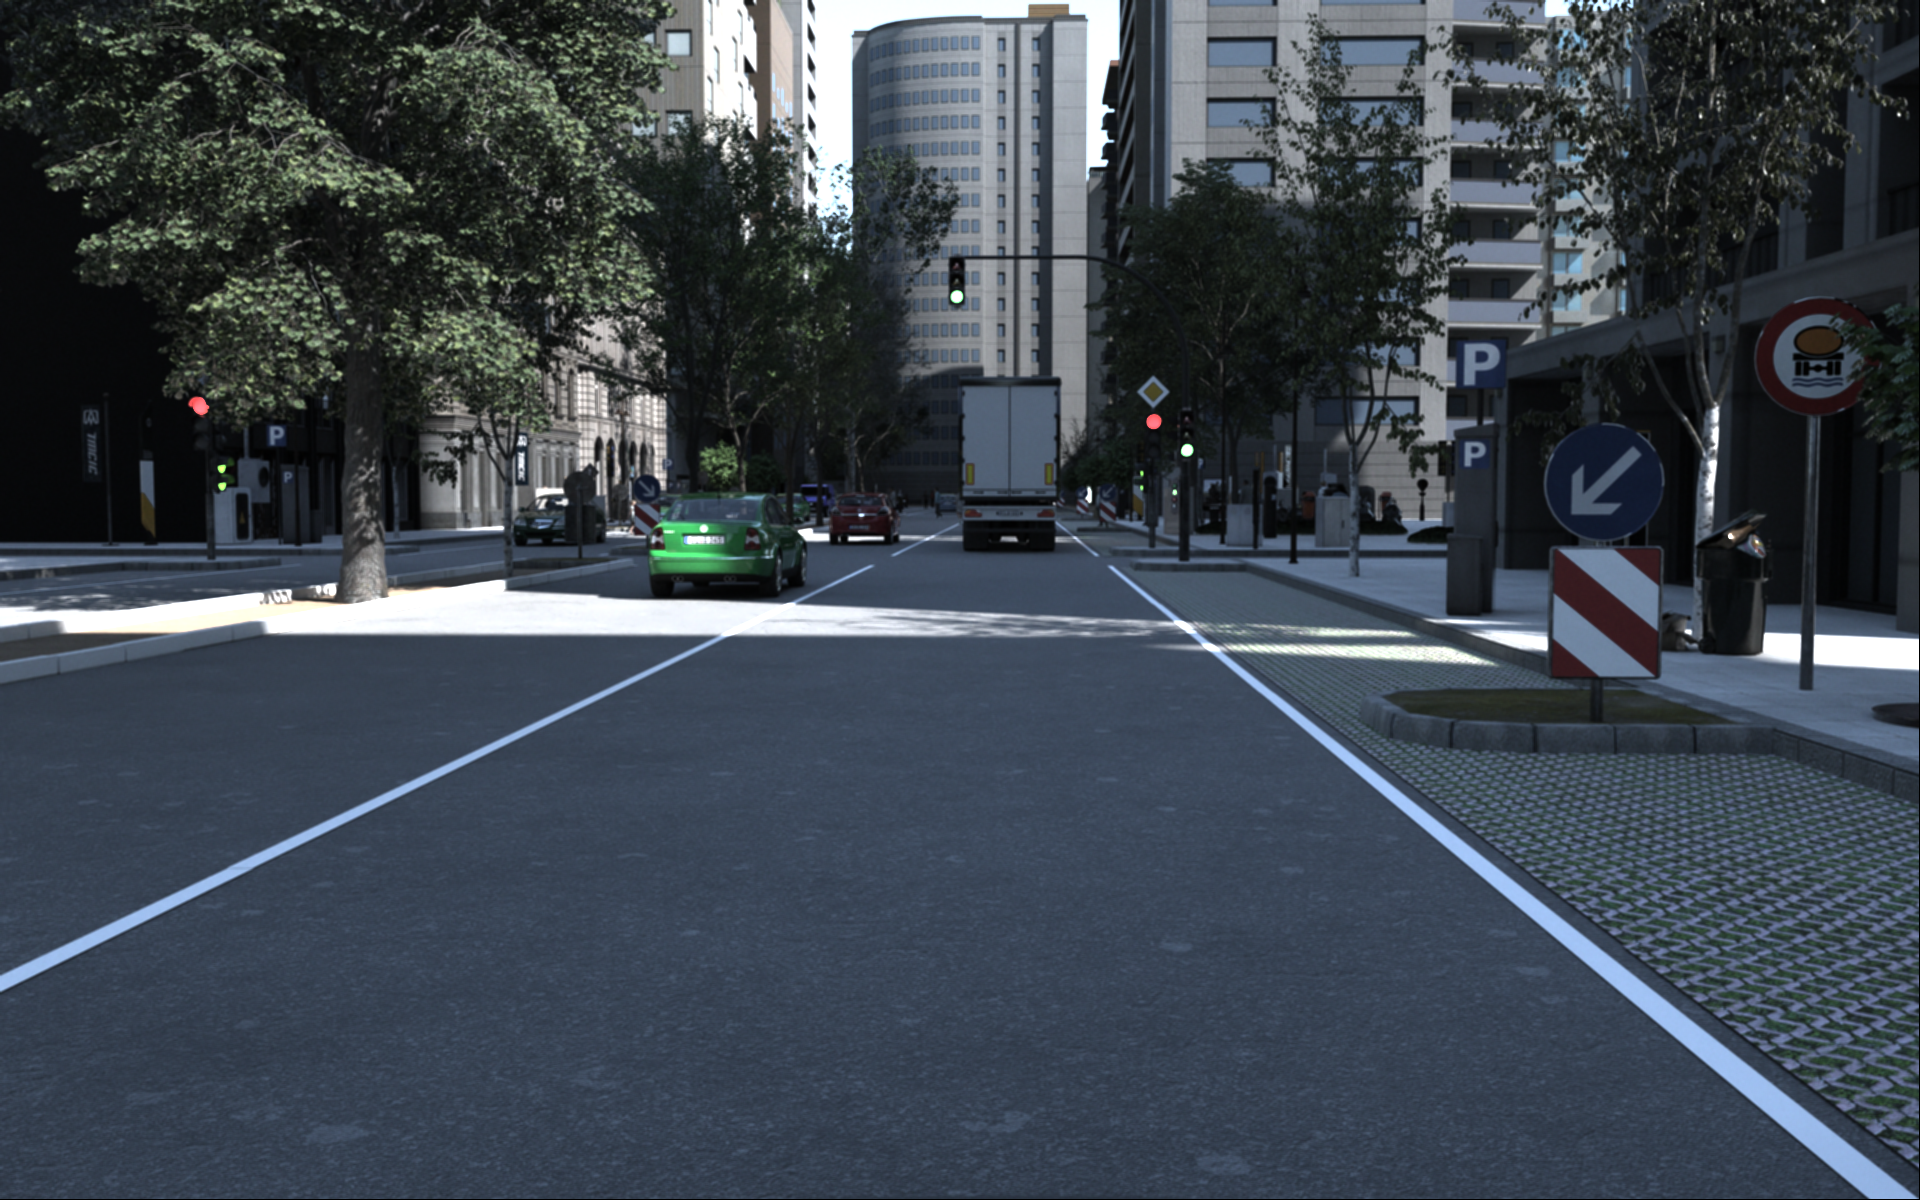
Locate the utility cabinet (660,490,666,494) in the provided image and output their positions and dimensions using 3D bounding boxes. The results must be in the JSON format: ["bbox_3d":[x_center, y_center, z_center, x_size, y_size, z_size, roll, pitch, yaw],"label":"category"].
[{"bbox_3d":[-18.970,-6.053,107.649,1.173,1.500,0.318,-1,4,-17],"label":"utility cabinet"}]

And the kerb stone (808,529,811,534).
[{"bbox_3d":[-5.534,-2.435,62.004,0.120,0.150,1.000,0,4,2],"label":"kerb stone"}]

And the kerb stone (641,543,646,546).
[{"bbox_3d":[-8.246,-1.375,44.669,0.120,0.150,1.000,0,4,2],"label":"kerb stone"}]

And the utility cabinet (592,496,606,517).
[{"bbox_3d":[-15.029,-3.687,71.437,0.306,1.237,1.020,2,4,24],"label":"utility cabinet"}]

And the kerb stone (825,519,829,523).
[{"bbox_3d":[-6.740,-4.008,87.725,0.120,0.150,1.000,0,4,2],"label":"kerb stone"}]

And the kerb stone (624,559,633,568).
[{"bbox_3d":[-6.533,-0.703,33.723,0.120,0.150,1.000,0,4,2],"label":"kerb stone"}]

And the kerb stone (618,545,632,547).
[{"bbox_3d":[-8.317,-1.248,42.622,0.120,0.150,1.000,0,4,2],"label":"kerb stone"}]

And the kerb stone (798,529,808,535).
[{"bbox_3d":[-5.566,-2.371,60.978,0.120,0.150,1.000,0,4,2],"label":"kerb stone"}]

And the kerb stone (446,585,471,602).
[{"bbox_3d":[-6.890,-0.078,23.487,0.120,0.150,1.000,0,4,2],"label":"kerb stone"}]

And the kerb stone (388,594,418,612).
[{"bbox_3d":[-6.972,0.046,21.444,0.120,0.150,1.000,0,4,2],"label":"kerb stone"}]

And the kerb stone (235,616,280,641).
[{"bbox_3d":[-7.112,0.296,17.359,0.120,0.150,1.000,0,4,2],"label":"kerb stone"}]

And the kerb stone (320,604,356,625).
[{"bbox_3d":[-7.043,0.171,19.402,0.120,0.150,1.000,0,4,2],"label":"kerb stone"}]

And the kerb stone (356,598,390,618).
[{"bbox_3d":[-6.996,0.114,20.423,0.120,0.150,1.000,0,4,2],"label":"kerb stone"}]

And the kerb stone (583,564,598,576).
[{"bbox_3d":[-6.633,-0.517,30.641,0.120,0.150,1.000,0,4,2],"label":"kerb stone"}]

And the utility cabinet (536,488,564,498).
[{"bbox_3d":[-15.677,-3.543,66.608,1.173,1.500,0.318,0,4,-7],"label":"utility cabinet"}]

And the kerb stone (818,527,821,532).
[{"bbox_3d":[-5.417,-2.623,65.078,0.120,0.150,1.000,0,4,2],"label":"kerb stone"}]

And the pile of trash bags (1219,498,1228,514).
[{"bbox_3d":[12.381,-3.947,74.291,3.447,1.369,1.912,-2,4,-24],"label":"pile of trash bags"}]

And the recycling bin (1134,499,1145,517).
[{"bbox_3d":[10.040,-5.072,95.479,0.722,1.027,0.722,2,4,33],"label":"recycling bin"}]

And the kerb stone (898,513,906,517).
[{"bbox_3d":[-3.769,-5.503,112.186,0.120,0.150,1.000,0,4,2],"label":"kerb stone"}]

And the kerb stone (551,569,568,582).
[{"bbox_3d":[-6.706,-0.391,28.593,0.120,0.150,1.000,0,4,2],"label":"kerb stone"}]

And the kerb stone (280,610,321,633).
[{"bbox_3d":[-7.071,0.234,18.380,0.120,0.150,1.000,0,4,2],"label":"kerb stone"}]

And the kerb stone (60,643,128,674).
[{"bbox_3d":[-7.210,0.490,14.295,0.120,0.150,1.000,0,4,2],"label":"kerb stone"}]

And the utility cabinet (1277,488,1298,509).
[{"bbox_3d":[12.158,-3.461,65.273,1.173,1.500,0.318,3,5,43],"label":"utility cabinet"}]

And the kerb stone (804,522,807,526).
[{"bbox_3d":[-7.087,-3.382,77.493,0.120,0.150,1.000,0,4,2],"label":"kerb stone"}]

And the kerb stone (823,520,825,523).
[{"bbox_3d":[-6.832,-3.820,84.659,0.120,0.150,1.000,0,4,2],"label":"kerb stone"}]

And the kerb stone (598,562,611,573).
[{"bbox_3d":[-6.606,-0.575,31.669,0.120,0.150,1.000,0,4,2],"label":"kerb stone"}]

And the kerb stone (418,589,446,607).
[{"bbox_3d":[-6.931,-0.017,22.466,0.120,0.150,1.000,0,4,2],"label":"kerb stone"}]

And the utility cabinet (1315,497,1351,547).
[{"bbox_3d":[9.062,-1.887,42.007,1.020,1.237,0.306,-3,4,-37],"label":"utility cabinet"}]

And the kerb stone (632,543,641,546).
[{"bbox_3d":[-8.282,-1.311,43.648,0.120,0.150,1.000,0,4,2],"label":"kerb stone"}]

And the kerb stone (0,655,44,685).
[{"bbox_3d":[-7.254,0.546,13.272,0.120,0.150,1.000,0,4,2],"label":"kerb stone"}]

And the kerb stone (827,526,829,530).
[{"bbox_3d":[-5.311,-2.811,68.148,0.120,0.150,1.000,0,4,2],"label":"kerb stone"}]

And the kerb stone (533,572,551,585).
[{"bbox_3d":[-6.750,-0.323,27.572,0.120,0.150,1.000,0,4,2],"label":"kerb stone"}]

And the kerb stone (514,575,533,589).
[{"bbox_3d":[-6.790,-0.266,26.551,0.120,0.150,1.000,0,4,2],"label":"kerb stone"}]

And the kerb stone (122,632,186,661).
[{"bbox_3d":[-7.171,0.421,15.316,0.120,0.150,1.000,0,4,2],"label":"kerb stone"}]

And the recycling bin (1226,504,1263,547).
[{"bbox_3d":[6.992,-1.833,42.521,0.722,1.027,0.722,2,4,27],"label":"recycling bin"}]

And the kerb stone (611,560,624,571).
[{"bbox_3d":[-6.559,-0.639,32.690,0.120,0.150,1.000,0,4,2],"label":"kerb stone"}]

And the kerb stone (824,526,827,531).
[{"bbox_3d":[-5.351,-2.748,67.122,0.120,0.150,1.000,0,4,2],"label":"kerb stone"}]

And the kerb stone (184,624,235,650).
[{"bbox_3d":[-7.150,0.359,16.337,0.120,0.150,1.000,0,4,2],"label":"kerb stone"}]

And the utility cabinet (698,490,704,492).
[{"bbox_3d":[-14.425,-5.206,93.797,0.318,1.500,1.173,3,5,43],"label":"utility cabinet"}]

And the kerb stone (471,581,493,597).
[{"bbox_3d":[-6.860,-0.141,24.508,0.120,0.150,1.000,0,4,2],"label":"kerb stone"}]

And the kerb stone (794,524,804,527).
[{"bbox_3d":[-7.124,-3.319,76.461,0.120,0.150,1.000,0,4,2],"label":"kerb stone"}]

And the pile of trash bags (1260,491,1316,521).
[{"bbox_3d":[11.505,-3.036,59.390,1.912,1.369,3.447,0,4,-8],"label":"pile of trash bags"}]

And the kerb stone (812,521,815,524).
[{"bbox_3d":[-6.979,-3.565,80.566,0.120,0.150,1.000,0,4,2],"label":"kerb stone"}]

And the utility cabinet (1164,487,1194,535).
[{"bbox_3d":[6.838,-2.785,54.208,0.318,1.500,1.173,-2,4,-29],"label":"utility cabinet"}]

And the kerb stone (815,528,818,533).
[{"bbox_3d":[-5.457,-2.560,64.056,0.120,0.150,1.000,0,4,2],"label":"kerb stone"}]

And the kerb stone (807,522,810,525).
[{"bbox_3d":[-7.048,-3.445,78.515,0.120,0.150,1.000,0,4,2],"label":"kerb stone"}]

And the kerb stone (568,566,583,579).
[{"bbox_3d":[-6.676,-0.454,29.615,0.120,0.150,1.000,0,4,2],"label":"kerb stone"}]

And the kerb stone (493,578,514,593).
[{"bbox_3d":[-6.816,-0.201,25.529,0.120,0.150,1.000,0,4,2],"label":"kerb stone"}]

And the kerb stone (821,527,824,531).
[{"bbox_3d":[-5.395,-2.681,66.100,0.120,0.150,1.000,0,4,2],"label":"kerb stone"}]

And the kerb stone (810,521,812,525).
[{"bbox_3d":[-7.017,-3.507,79.542,0.120,0.150,1.000,0,4,2],"label":"kerb stone"}]

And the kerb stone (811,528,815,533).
[{"bbox_3d":[-5.497,-2.497,63.026,0.120,0.150,1.000,0,4,2],"label":"kerb stone"}]

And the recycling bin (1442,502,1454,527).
[{"bbox_3d":[15.423,-2.526,53.859,0.722,1.027,0.722,0,4,5],"label":"recycling bin"}]

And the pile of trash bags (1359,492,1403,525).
[{"bbox_3d":[15.421,-3.291,63.552,1.912,1.369,3.447,1,4,21],"label":"pile of trash bags"}]
